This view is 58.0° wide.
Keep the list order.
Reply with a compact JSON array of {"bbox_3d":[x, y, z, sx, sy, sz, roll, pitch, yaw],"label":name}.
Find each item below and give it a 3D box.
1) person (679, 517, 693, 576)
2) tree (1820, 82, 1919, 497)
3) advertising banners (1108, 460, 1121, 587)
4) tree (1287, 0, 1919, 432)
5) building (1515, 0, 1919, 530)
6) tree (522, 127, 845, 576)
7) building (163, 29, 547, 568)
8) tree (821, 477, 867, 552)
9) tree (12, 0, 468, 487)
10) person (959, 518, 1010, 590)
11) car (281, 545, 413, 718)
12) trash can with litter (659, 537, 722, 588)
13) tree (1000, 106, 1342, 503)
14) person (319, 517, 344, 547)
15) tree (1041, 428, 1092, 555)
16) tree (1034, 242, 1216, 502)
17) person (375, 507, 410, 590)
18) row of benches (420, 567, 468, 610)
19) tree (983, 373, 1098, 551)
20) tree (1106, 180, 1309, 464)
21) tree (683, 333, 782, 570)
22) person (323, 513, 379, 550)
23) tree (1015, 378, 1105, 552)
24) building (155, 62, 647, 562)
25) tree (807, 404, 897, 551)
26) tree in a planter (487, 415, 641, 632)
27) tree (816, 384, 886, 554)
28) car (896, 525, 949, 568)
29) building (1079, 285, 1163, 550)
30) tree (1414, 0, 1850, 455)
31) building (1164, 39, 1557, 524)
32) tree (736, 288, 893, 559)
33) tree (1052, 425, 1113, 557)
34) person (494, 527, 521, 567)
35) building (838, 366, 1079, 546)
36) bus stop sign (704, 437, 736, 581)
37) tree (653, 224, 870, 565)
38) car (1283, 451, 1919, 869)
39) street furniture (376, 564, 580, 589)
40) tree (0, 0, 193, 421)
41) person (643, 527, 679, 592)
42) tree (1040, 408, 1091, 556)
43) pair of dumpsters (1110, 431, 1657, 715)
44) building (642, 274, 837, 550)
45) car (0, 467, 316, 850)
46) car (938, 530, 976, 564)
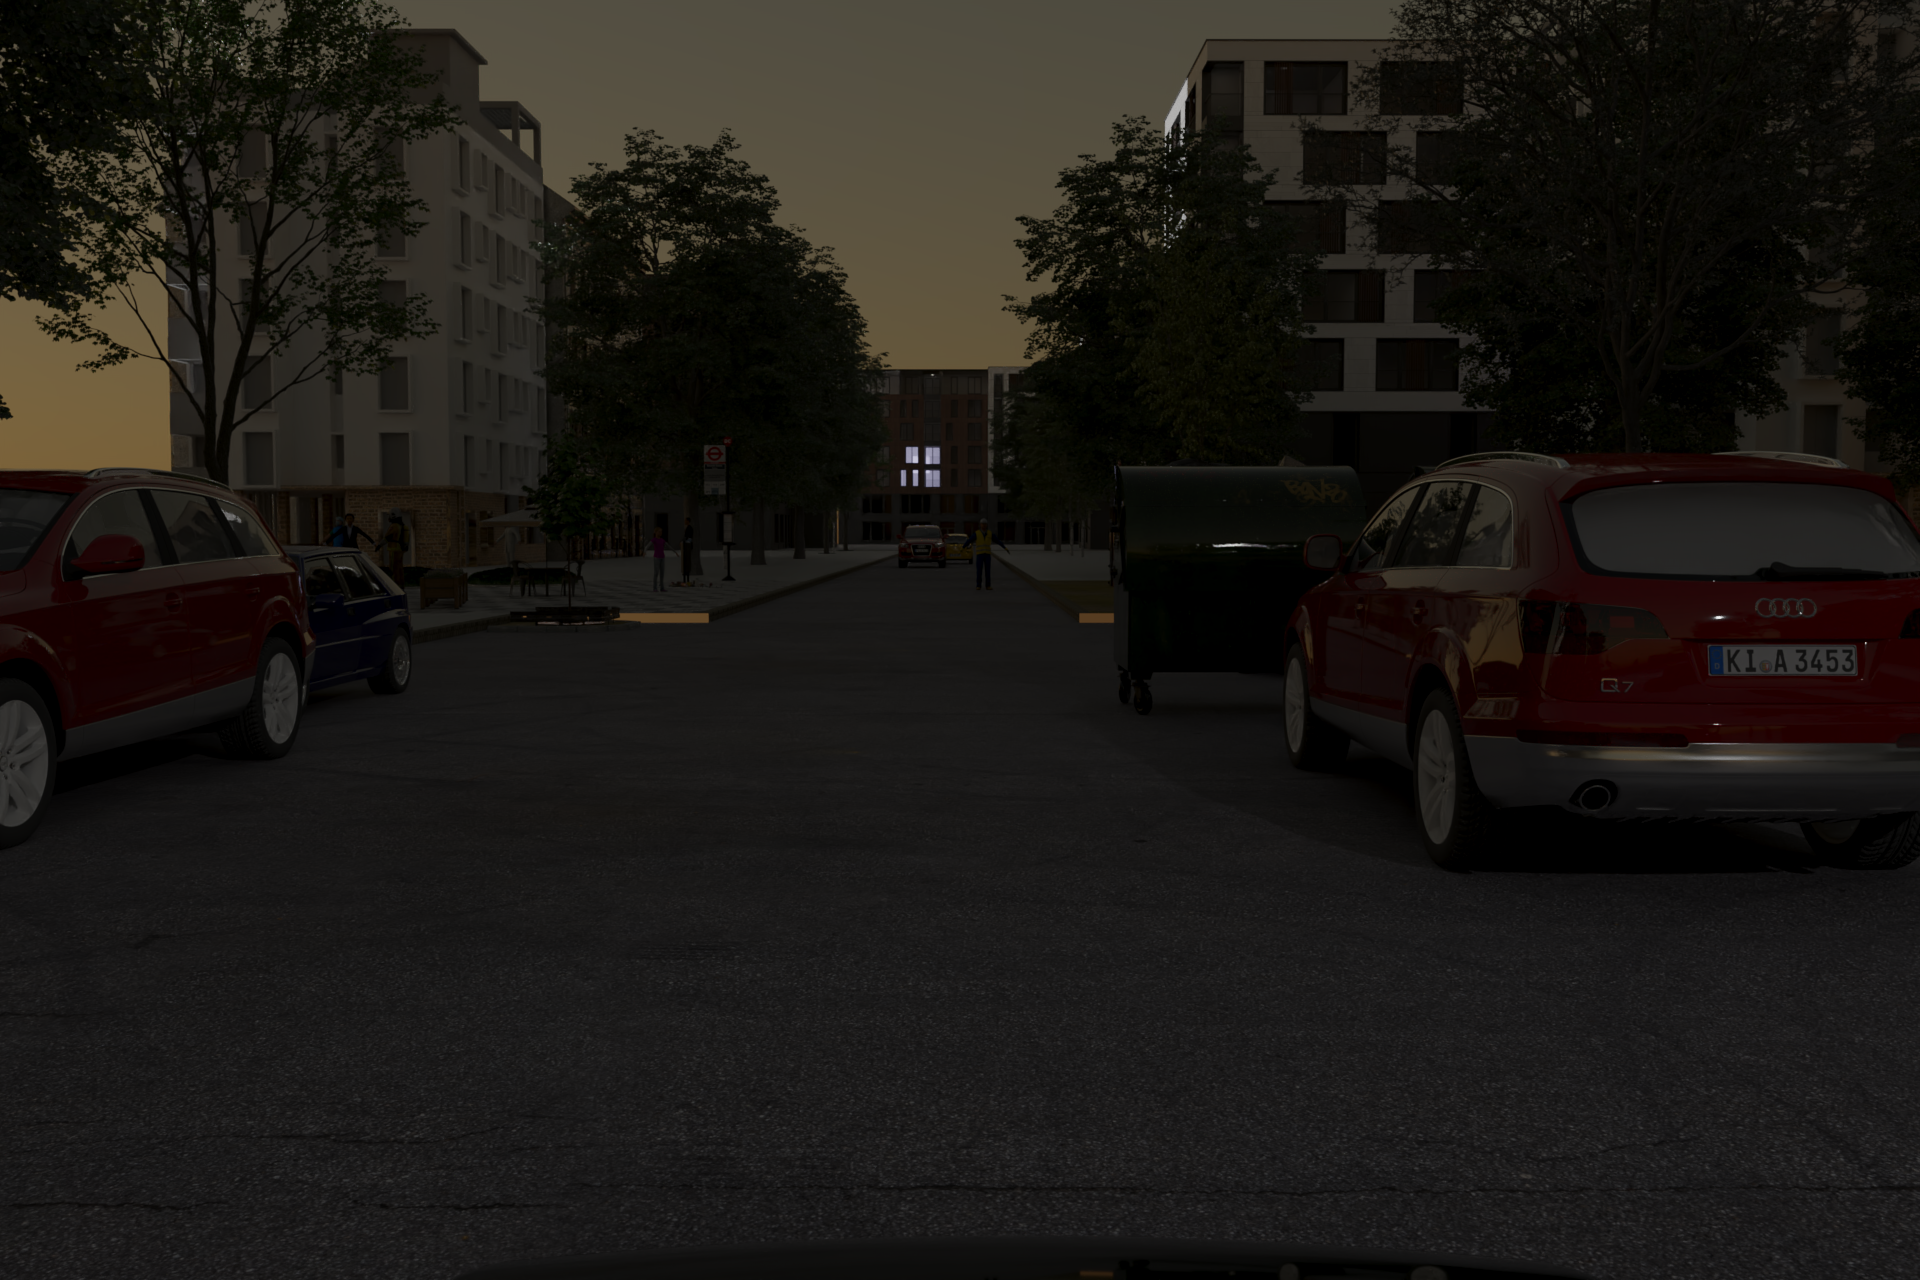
[{"bbox_3d":[-8.432,-2.902,53.665,0.704,1.802,1.346,0,4,4],"label":"person"},{"bbox_3d":[26.492,-8.352,43.209,9.857,13.997,8.962,0,3,0],"label":"tree"},{"bbox_3d":[3.740,-2.791,41.814,0.090,3.025,2.074,0,4,-2],"label":"advertising banners"},{"bbox_3d":[10.060,-7.046,25.580,12.009,13.543,11.850,0,3,0],"label":"tree"},{"bbox_3d":[26.101,-12.675,63.650,16.016,20.090,11.380,0,4,0],"label":"building"},{"bbox_3d":[-8.421,-8.974,53.387,9.857,13.997,8.962,0,3,0],"label":"tree"},{"bbox_3d":[-23.910,-12.840,66.354,16.016,20.090,11.380,0,3,0],"label":"building"},{"bbox_3d":[-8.577,-10.406,120.498,4.737,8.622,4.395,0,3,0],"label":"tree"},{"bbox_3d":[-11.814,-6.221,27.474,9.928,11.665,9.643,0,3,0],"label":"tree"},{"bbox_3d":[0.613,-2.202,44.431,1.349,1.833,0.705,-1,4,-10],"label":"person"},{"bbox_3d":[-5.864,-0.102,14.255,1.945,1.354,3.894,0,3,0],"label":"car"},{"bbox_3d":[-6.554,-1.926,42.552,1.678,1.210,2.233,0,4,1],"label":"trash can with litter"},{"bbox_3d":[6.276,-8.841,51.206,9.857,13.997,8.962,0,3,0],"label":"tree"},{"bbox_3d":[-19.145,-2.892,53.418,1.347,1.817,0.704,1,4,18],"label":"person"},{"bbox_3d":[6.699,-9.608,107.456,4.360,8.622,3.978,0,3,0],"label":"tree"},{"bbox_3d":[6.668,-9.172,68.091,7.486,12.596,7.792,0,3,0],"label":"tree"},{"bbox_3d":[-12.116,-1.919,37.139,0.705,1.858,1.354,1,4,9],"label":"person"},{"bbox_3d":[-9.289,-0.965,31.239,1.422,0.672,4.104,-1,4,-13],"label":"row of benches"},{"bbox_3d":[6.593,-13.729,131.124,9.857,13.997,8.962,0,3,0],"label":"tree"},{"bbox_3d":[4.985,-5.248,36.175,4.737,8.622,4.395,0,3,0],"label":"tree"},{"bbox_3d":[-8.707,-6.848,62.324,4.360,8.622,3.978,0,3,0],"label":"tree"},{"bbox_3d":[-13.445,-1.924,38.172,1.216,1.740,0.721,-1,4,-14],"label":"person"},{"bbox_3d":[7.237,-12.409,121.013,7.486,12.596,7.792,0,3,0],"label":"tree"},{"bbox_3d":[-27.365,-15.794,89.168,19.493,23.208,18.063,0,4,1],"label":"building"},{"bbox_3d":[-8.492,-12.448,129.282,9.928,11.665,9.643,0,3,0],"label":"tree"},{"bbox_3d":[-5.919,-1.770,26.158,1.991,3.239,1.994,0,3,0],"label":"tree in a planter"},{"bbox_3d":[-8.625,-11.370,111.654,9.928,11.665,9.643,0,3,0],"label":"tree"},{"bbox_3d":[-1.604,-4.058,75.025,2.281,1.827,5.304,0,4,0],"label":"car"},{"bbox_3d":[24.680,-19.238,158.513,27.936,21.610,32.646,0,3,0],"label":"building"},{"bbox_3d":[14.793,-8.087,38.881,9.857,13.997,8.962,0,3,0],"label":"tree"},{"bbox_3d":[24.004,-14.941,88.262,27.936,21.610,32.646,0,4,0],"label":"building"},{"bbox_3d":[-8.141,-11.127,88.588,9.857,13.997,8.962,0,3,0],"label":"tree"},{"bbox_3d":[6.558,-8.818,94.532,4.360,8.622,3.978,0,3,0],"label":"tree"},{"bbox_3d":[-15.354,-3.231,59.017,1.347,1.806,0.705,3,4,37],"label":"person"},{"bbox_3d":[1.272,-23.063,223.507,32.646,21.610,27.936,0,3,0],"label":"building"},{"bbox_3d":[-6.573,-3.595,47.476,0.855,3.939,0.416,0,4,0],"label":"bus stop sign"},{"bbox_3d":[-8.505,-10.102,71.831,9.857,13.997,8.962,0,3,0],"label":"tree"},{"bbox_3d":[3.043,-0.017,8.943,2.281,1.827,5.304,0,3,0],"label":"car"},{"bbox_3d":[-15.003,-1.737,44.027,10.072,0.657,5.734,2,4,26],"label":"street furniture"},{"bbox_3d":[-12.048,-6.718,16.503,9.857,13.997,8.962,0,3,0],"label":"tree"},{"bbox_3d":[-6.623,-1.777,38.317,0.599,1.433,0.991,3,5,42],"label":"person"},{"bbox_3d":[6.376,-9.246,101.529,4.360,8.622,3.978,0,3,0],"label":"tree"},{"bbox_3d":[3.444,-0.568,14.245,4.436,2.255,1.574,0,4,-1],"label":"pair of dumpsters"},{"bbox_3d":[-25.692,-18.873,152.544,27.936,21.610,32.646,0,4,-1],"label":"building"},{"bbox_3d":[-5.318,-0.052,9.526,2.281,1.827,5.304,0,4,0],"label":"car"},{"bbox_3d":[-0.201,-4.498,83.773,2.015,1.641,3.980,0,4,0],"label":"car"}]
